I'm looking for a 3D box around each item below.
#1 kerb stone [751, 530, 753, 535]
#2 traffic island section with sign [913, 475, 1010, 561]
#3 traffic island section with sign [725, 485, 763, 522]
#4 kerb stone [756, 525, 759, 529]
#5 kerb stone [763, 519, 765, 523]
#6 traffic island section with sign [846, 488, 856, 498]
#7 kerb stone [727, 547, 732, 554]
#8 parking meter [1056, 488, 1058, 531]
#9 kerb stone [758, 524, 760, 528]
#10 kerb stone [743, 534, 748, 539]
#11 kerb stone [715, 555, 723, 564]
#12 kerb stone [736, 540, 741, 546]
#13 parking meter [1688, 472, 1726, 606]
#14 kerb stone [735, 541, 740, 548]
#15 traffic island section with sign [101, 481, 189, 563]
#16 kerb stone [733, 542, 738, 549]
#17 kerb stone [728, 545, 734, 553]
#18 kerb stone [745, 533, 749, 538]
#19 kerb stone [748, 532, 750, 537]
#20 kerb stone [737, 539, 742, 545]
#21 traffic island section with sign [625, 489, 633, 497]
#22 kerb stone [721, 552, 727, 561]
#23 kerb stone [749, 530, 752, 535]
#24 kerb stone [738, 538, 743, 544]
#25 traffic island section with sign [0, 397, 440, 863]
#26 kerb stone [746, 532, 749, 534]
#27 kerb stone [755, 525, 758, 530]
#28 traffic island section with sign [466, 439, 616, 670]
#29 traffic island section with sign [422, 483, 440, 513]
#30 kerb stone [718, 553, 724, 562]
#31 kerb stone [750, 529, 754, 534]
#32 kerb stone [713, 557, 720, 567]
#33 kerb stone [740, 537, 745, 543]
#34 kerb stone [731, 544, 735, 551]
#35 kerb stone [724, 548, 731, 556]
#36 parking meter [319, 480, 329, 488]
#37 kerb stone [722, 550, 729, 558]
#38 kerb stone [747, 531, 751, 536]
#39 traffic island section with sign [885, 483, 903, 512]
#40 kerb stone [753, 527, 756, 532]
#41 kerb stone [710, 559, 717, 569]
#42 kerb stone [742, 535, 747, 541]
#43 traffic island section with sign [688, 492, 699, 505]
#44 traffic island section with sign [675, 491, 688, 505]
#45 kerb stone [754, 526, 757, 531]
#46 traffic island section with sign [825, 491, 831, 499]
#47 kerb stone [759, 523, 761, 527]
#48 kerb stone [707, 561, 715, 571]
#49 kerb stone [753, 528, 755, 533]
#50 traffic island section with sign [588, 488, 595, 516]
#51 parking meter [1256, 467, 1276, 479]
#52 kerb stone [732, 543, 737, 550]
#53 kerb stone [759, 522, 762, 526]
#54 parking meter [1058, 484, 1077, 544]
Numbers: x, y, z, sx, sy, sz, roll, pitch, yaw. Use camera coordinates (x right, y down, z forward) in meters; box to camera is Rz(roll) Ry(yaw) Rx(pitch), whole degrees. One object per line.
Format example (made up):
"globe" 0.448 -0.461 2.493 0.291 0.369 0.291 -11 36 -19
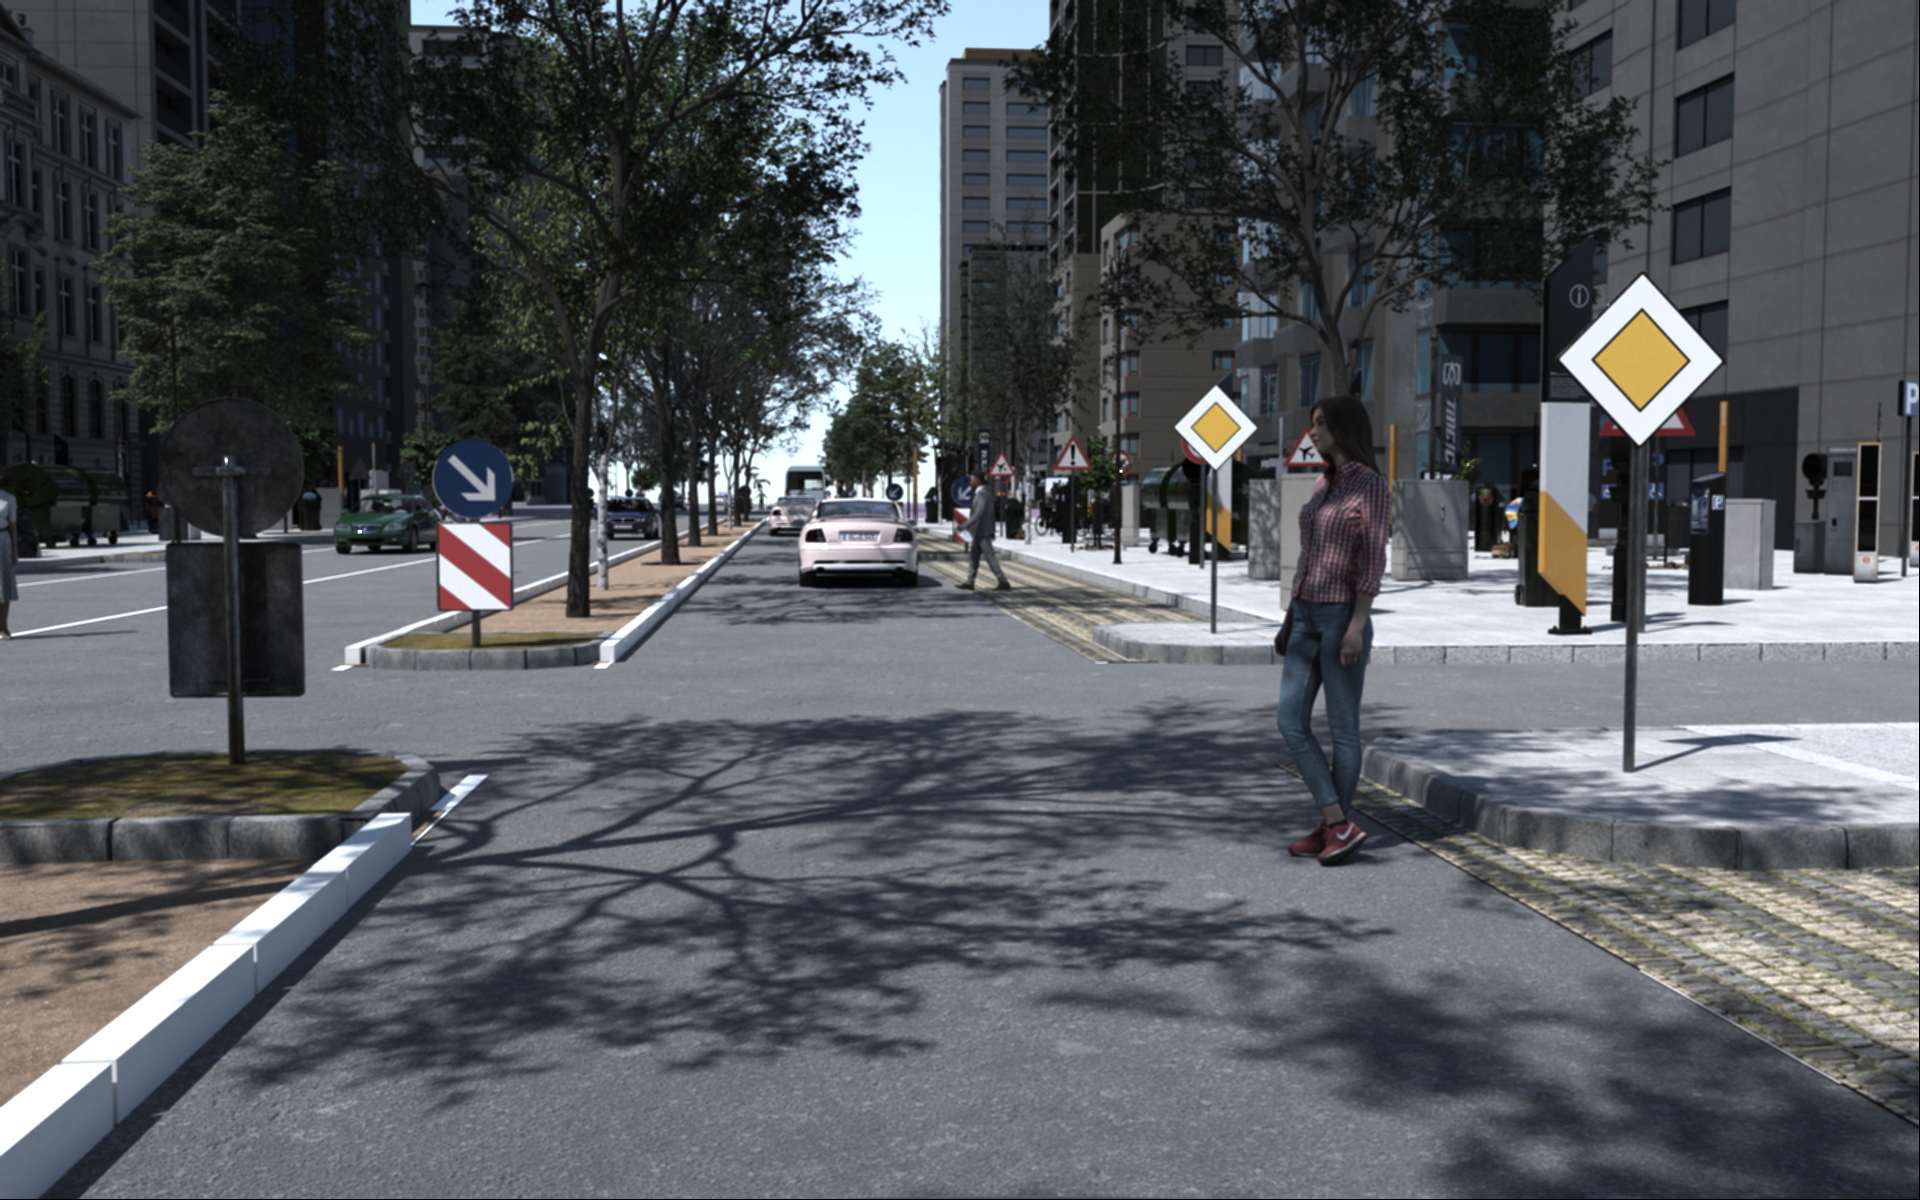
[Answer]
"kerb stone" -7.093 -2.192 58.039 0.120 0.150 1.000 0 4 -5
"traffic island section with sign" -0.027 -1.773 37.617 1.989 1.847 2.006 0 4 -5
"traffic island section with sign" -11.180 -4.996 89.818 2.006 1.907 1.989 0 4 -5
"kerb stone" -7.868 -2.691 66.201 0.120 0.150 1.000 0 4 -5
"kerb stone" -9.131 -3.499 79.458 0.120 0.150 1.000 0 4 -5
"traffic island section with sign" -7.355 -6.511 115.085 1.989 1.847 2.006 0 4 -5
"kerb stone" -5.357 -1.067 39.686 0.120 0.150 1.000 0 4 -5
"parking meter" 3.400 -3.041 58.127 0.372 1.533 0.369 0 3 0
"kerb stone" -8.058 -2.815 68.237 0.120 0.150 1.000 0 4 -5
"kerb stone" -6.515 -1.818 51.921 0.120 0.150 1.000 0 4 -5
"kerb stone" -4.871 -0.758 34.588 0.120 0.150 1.000 0 4 -5
"kerb stone" -5.936 -1.443 45.806 0.120 0.150 1.000 0 4 -5
"parking meter" 8.646 -0.712 20.045 0.372 1.533 0.369 0 3 0
"kerb stone" -5.835 -1.382 44.789 0.120 0.150 1.000 0 4 -5
"traffic island section with sign" -17.039 -1.744 37.145 1.989 1.847 2.006 0 4 -5
"kerb stone" -5.750 -1.320 43.770 0.120 0.150 1.000 0 4 -5
"kerb stone" -5.453 -1.133 40.713 0.120 0.150 1.000 0 4 -5
"kerb stone" -6.612 -1.876 52.940 0.120 0.150 1.000 0 4 -5
"kerb stone" -6.811 -2.005 54.974 0.120 0.150 1.000 0 4 -5
"kerb stone" -6.030 -1.506 46.823 0.120 0.150 1.000 0 4 -5
"traffic island section with sign" -26.836 -8.077 140.690 1.989 1.847 2.006 0 4 -5
"kerb stone" -5.066 -0.879 36.634 0.120 0.150 1.000 0 4 -5
"kerb stone" -6.998 -2.128 57.019 0.120 0.150 1.000 0 4 -5
"kerb stone" -6.128 -1.564 47.845 0.120 0.150 1.000 0 4 -5
"traffic island section with sign" -3.400 0.030 7.639 2.006 1.907 1.989 0 4 -5
"kerb stone" -6.713 -1.943 53.957 0.120 0.150 1.000 0 4 -5
"kerb stone" -7.770 -2.627 65.180 0.120 0.150 1.000 0 4 -5
"traffic island section with sign" -4.089 -0.421 15.014 2.006 1.907 1.989 0 4 -5
"traffic island section with sign" -19.567 -3.386 63.982 1.989 1.847 2.006 0 4 -5
"kerb stone" -4.978 -0.821 35.615 0.120 0.150 1.000 0 4 -5
"kerb stone" -7.201 -2.253 59.059 0.120 0.150 1.000 0 4 -5
"kerb stone" -4.781 -0.688 33.569 0.120 0.150 1.000 0 4 -5
"kerb stone" -6.222 -1.628 48.866 0.120 0.150 1.000 0 4 -5
"kerb stone" -5.553 -1.195 41.730 0.120 0.150 1.000 0 4 -5
"kerb stone" -5.256 -1.005 38.669 0.120 0.150 1.000 0 4 -5
"parking meter" -26.389 -4.051 71.941 0.255 1.863 0.399 1 4 13
"kerb stone" -5.167 -0.935 37.651 0.120 0.150 1.000 0 4 -5
"kerb stone" -6.907 -2.067 55.993 0.120 0.150 1.000 0 4 -5
"traffic island section with sign" -2.601 -3.438 64.840 1.989 1.847 2.006 0 4 -5
"kerb stone" -7.484 -2.442 62.123 0.120 0.150 1.000 0 4 -5
"kerb stone" -4.689 -0.633 32.541 0.120 0.150 1.000 0 4 -5
"kerb stone" -6.422 -1.756 50.904 0.120 0.150 1.000 0 4 -5
"traffic island section with sign" -34.582 -13.082 222.518 1.989 1.847 2.006 0 4 -5
"traffic island section with sign" -31.891 -11.349 194.188 1.989 1.847 2.006 0 4 -5
"kerb stone" -7.583 -2.504 63.145 0.120 0.150 1.000 0 4 -5
"traffic island section with sign" -9.898 -8.152 141.920 1.989 1.847 2.006 0 4 -5
"kerb stone" -8.259 -2.940 70.276 0.120 0.150 1.000 0 4 -5
"kerb stone" -4.586 -0.571 31.524 0.120 0.150 1.000 0 4 -5
"kerb stone" -7.386 -2.380 61.105 0.120 0.150 1.000 0 4 -5
"traffic island section with sign" -24.236 -6.398 113.238 1.989 1.847 2.006 0 4 -5
"parking meter" 6.495 -1.907 36.890 0.399 1.863 0.255 -1 4 -22
"kerb stone" -5.651 -1.257 42.753 0.120 0.150 1.000 0 4 -5
"kerb stone" -8.451 -3.066 72.331 0.120 0.150 1.000 0 4 -5
"parking meter" 2.845 -2.238 44.997 0.372 1.533 0.369 0 3 0
